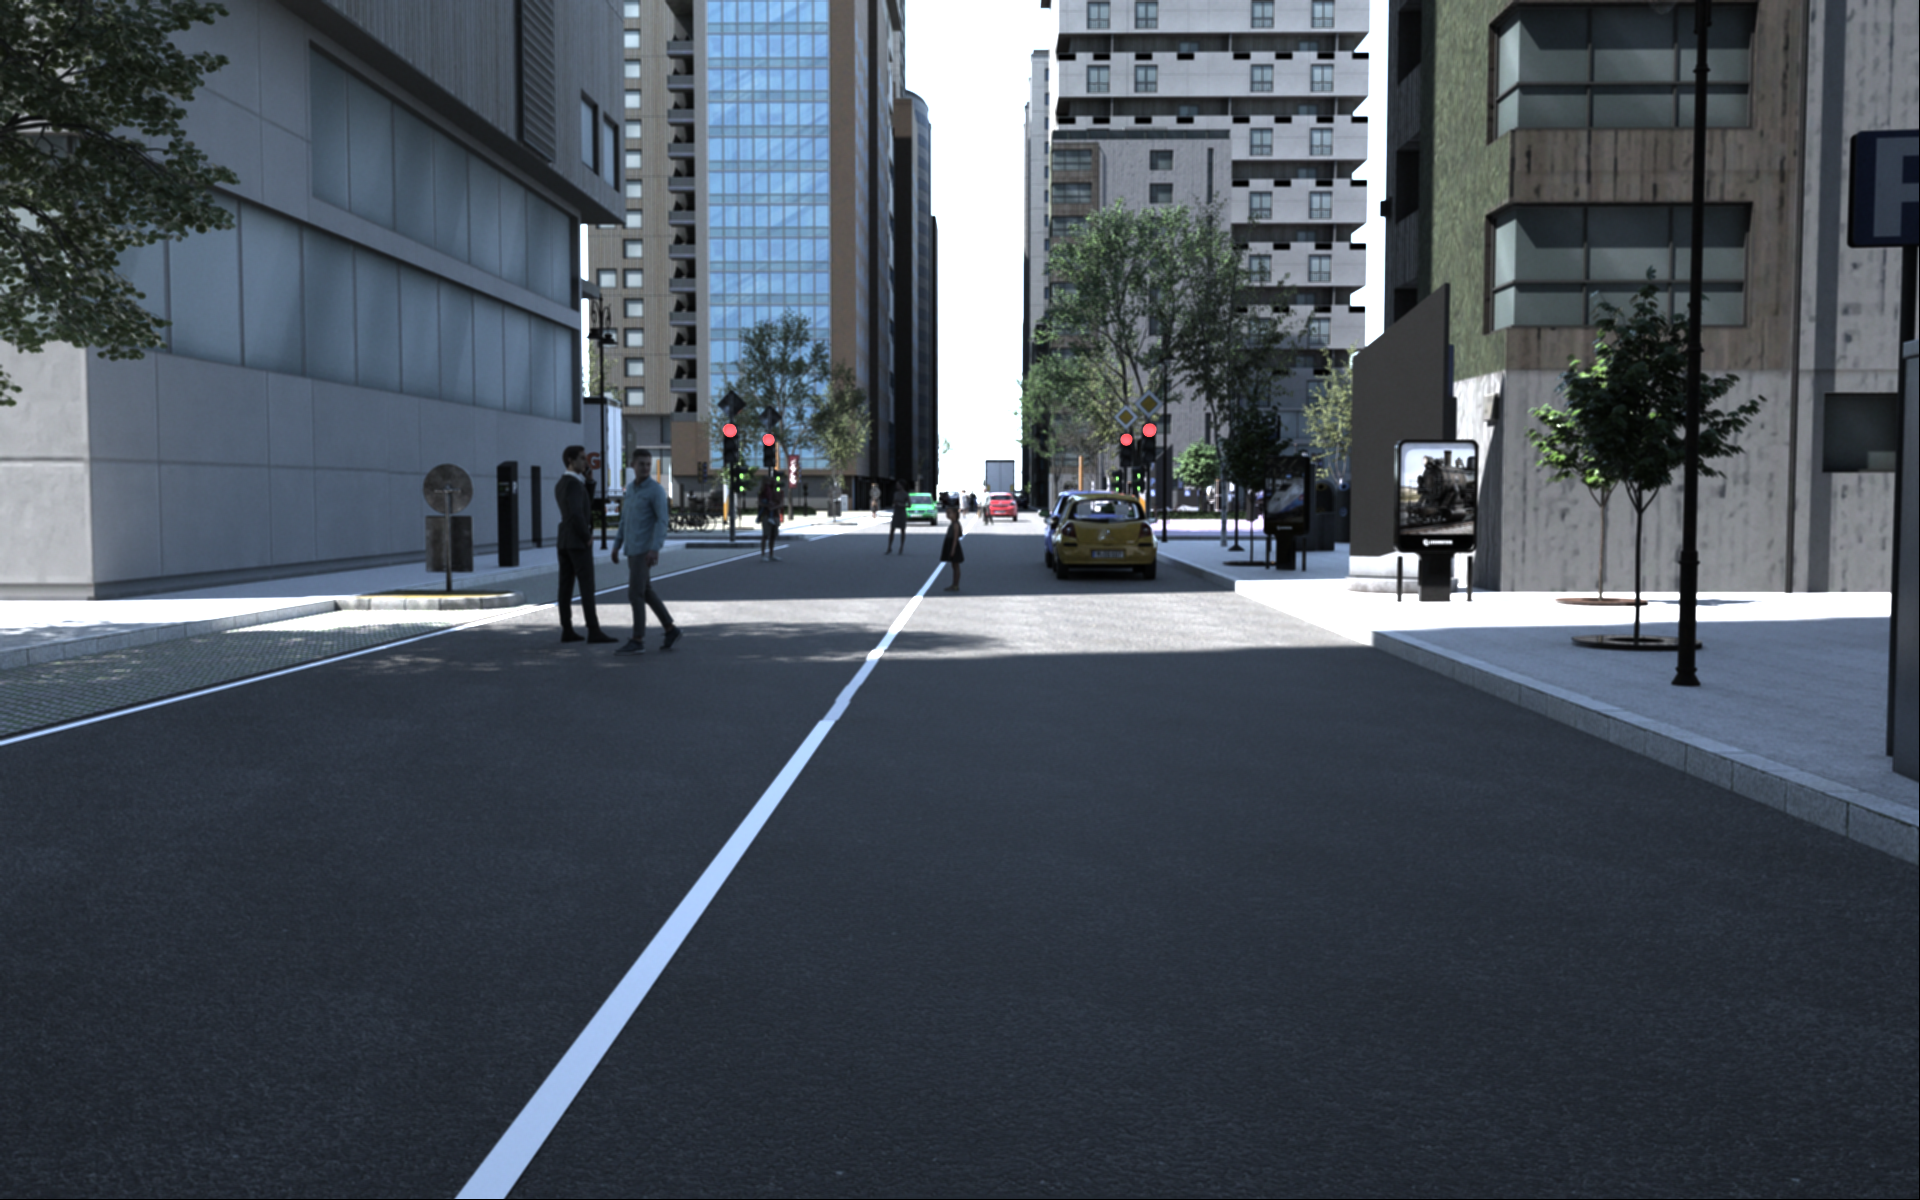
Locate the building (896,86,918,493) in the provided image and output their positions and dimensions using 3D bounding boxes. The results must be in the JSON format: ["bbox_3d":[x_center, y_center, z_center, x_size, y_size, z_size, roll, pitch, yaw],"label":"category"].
[{"bbox_3d":[-11.885,-33.179,192.585,14.600,45.320,14.200,0,4,1],"label":"building"}]

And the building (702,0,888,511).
[{"bbox_3d":[-13.557,-30.615,150.661,14.600,45.320,14.200,0,4,1],"label":"building"}]

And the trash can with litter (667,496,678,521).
[{"bbox_3d":[-13.670,-4.246,80.481,1.678,1.210,2.233,0,4,-7],"label":"trash can with litter"}]

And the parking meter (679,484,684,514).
[{"bbox_3d":[-16.244,-5.837,101.151,0.255,1.863,0.399,0,4,-7],"label":"parking meter"}]

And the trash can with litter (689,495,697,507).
[{"bbox_3d":[-17.838,-6.570,118.477,2.233,1.210,1.678,-1,4,-12],"label":"trash can with litter"}]

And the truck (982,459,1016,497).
[{"bbox_3d":[3.289,-9.537,144.850,2.839,4.237,11.283,0,4,1],"label":"truck"}]

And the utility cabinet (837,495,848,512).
[{"bbox_3d":[-8.712,-7.099,127.234,1.020,1.237,0.306,-3,5,-41],"label":"utility cabinet"}]

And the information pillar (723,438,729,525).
[{"bbox_3d":[-9.843,-4.985,72.860,0.183,3.616,0.504,0,4,8],"label":"information pillar"}]

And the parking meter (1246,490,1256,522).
[{"bbox_3d":[13.627,-4.607,81.028,0.399,1.863,0.255,2,4,32],"label":"parking meter"}]

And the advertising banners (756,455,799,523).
[{"bbox_3d":[-8.149,-4.973,77.489,2.074,3.025,0.090,1,4,16],"label":"advertising banners"}]

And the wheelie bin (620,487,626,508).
[{"bbox_3d":[-14.203,-4.088,74.742,0.980,1.594,0.693,3,4,38],"label":"wheelie bin"}]

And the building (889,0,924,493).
[{"bbox_3d":[-15.125,-48.005,223.137,20.563,71.187,20.611,0,4,1],"label":"building"}]

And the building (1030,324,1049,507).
[{"bbox_3d":[21.840,-21.131,190.537,27.650,21.520,28.899,0,4,1],"label":"building"}]

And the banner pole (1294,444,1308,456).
[{"bbox_3d":[16.940,-5.892,86.345,0.863,3.779,0.401,0,4,-3],"label":"banner pole"}]

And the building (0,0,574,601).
[{"bbox_3d":[-22.323,-27.152,33.181,27.495,52.752,28.713,0,4,1],"label":"building"}]

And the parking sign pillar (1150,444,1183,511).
[{"bbox_3d":[10.799,-6.386,92.876,1.447,3.967,1.447,-3,4,-39],"label":"parking sign pillar"}]

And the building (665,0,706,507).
[{"bbox_3d":[-14.584,-29.749,136.505,14.600,45.320,14.200,0,4,1],"label":"building"}]

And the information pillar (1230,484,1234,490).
[{"bbox_3d":[16.159,-6.815,102.782,0.183,3.616,0.504,-1,4,-12],"label":"information pillar"}]

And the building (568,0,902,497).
[{"bbox_3d":[-20.608,-35.605,171.380,28.713,52.752,27.495,0,4,1],"label":"building"}]

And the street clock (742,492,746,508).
[{"bbox_3d":[-16.207,-7.670,129.970,0.358,2.002,0.471,-1,4,-11],"label":"street clock"}]

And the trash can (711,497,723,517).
[{"bbox_3d":[-13.557,-5.124,95.434,0.748,1.137,0.748,0,3,0],"label":"trash can"}]

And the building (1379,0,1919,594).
[{"bbox_3d":[14.194,-15.696,28.325,14.160,30.474,14.107,0,4,1],"label":"building"}]

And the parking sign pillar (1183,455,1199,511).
[{"bbox_3d":[14.343,-7.362,108.840,1.447,3.967,1.447,1,4,22],"label":"parking sign pillar"}]

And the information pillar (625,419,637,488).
[{"bbox_3d":[-10.352,-3.861,54.478,0.183,3.616,0.504,2,4,27],"label":"information pillar"}]

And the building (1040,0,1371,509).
[{"bbox_3d":[22.046,-34.934,160.412,28.713,52.752,27.495,0,4,1],"label":"building"}]

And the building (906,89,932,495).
[{"bbox_3d":[-14.996,-43.187,248.101,21.231,58.520,28.212,0,4,1],"label":"building"}]

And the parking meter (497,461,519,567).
[{"bbox_3d":[-7.990,-1.523,30.614,0.255,1.863,0.399,0,4,7],"label":"parking meter"}]

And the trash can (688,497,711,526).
[{"bbox_3d":[-10.436,-3.491,68.739,0.748,1.137,0.748,0,3,0],"label":"trash can"}]

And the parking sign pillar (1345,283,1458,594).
[{"bbox_3d":[5.818,-2.096,22.738,1.447,3.967,1.447,3,5,40],"label":"parking sign pillar"}]

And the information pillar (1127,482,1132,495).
[{"bbox_3d":[10.428,-6.234,106.414,0.304,2.012,0.304,1,4,17],"label":"information pillar"}]

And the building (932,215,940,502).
[{"bbox_3d":[-10.396,-37.907,269.892,14.600,45.320,14.200,0,4,1],"label":"building"}]

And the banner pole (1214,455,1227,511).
[{"bbox_3d":[14.989,-6.735,100.133,0.863,3.779,0.401,0,4,-1],"label":"banner pole"}]

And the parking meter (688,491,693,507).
[{"bbox_3d":[-19.275,-7.065,123.919,0.372,1.533,0.369,0,3,0],"label":"parking meter"}]

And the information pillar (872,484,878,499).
[{"bbox_3d":[-6.283,-7.550,127.928,0.304,2.012,0.304,-2,4,-32],"label":"information pillar"}]

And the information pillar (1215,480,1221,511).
[{"bbox_3d":[13.367,-5.187,89.302,0.304,2.012,0.304,-1,4,-12],"label":"information pillar"}]

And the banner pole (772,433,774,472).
[{"bbox_3d":[-7.682,-4.945,70.874,0.401,3.779,0.863,-1,4,-15],"label":"banner pole"}]

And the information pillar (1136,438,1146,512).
[{"bbox_3d":[6.788,-4.459,64.256,0.504,3.616,0.183,0,4,3],"label":"information pillar"}]

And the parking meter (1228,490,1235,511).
[{"bbox_3d":[15.914,-5.696,101.548,0.372,1.533,0.369,0,3,0],"label":"parking meter"}]

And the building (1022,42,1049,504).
[{"bbox_3d":[19.627,-42.160,231.315,21.231,58.520,28.212,0,4,1],"label":"building"}]

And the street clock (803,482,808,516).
[{"bbox_3d":[-8.931,-5.844,100.112,0.358,2.002,0.471,0,4,0],"label":"street clock"}]

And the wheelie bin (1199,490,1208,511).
[{"bbox_3d":[17.828,-7.285,127.013,0.980,1.594,0.693,-2,4,-32],"label":"wheelie bin"}]

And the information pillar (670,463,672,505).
[{"bbox_3d":[-21.613,-8.451,129.532,0.183,3.616,0.504,-1,4,-19],"label":"information pillar"}]

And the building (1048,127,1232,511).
[{"bbox_3d":[14.165,-22.555,140.475,14.160,30.474,14.107,0,4,1],"label":"building"}]

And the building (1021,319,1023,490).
[{"bbox_3d":[17.011,-31.209,281.960,14.160,30.474,14.107,0,4,1],"label":"building"}]
